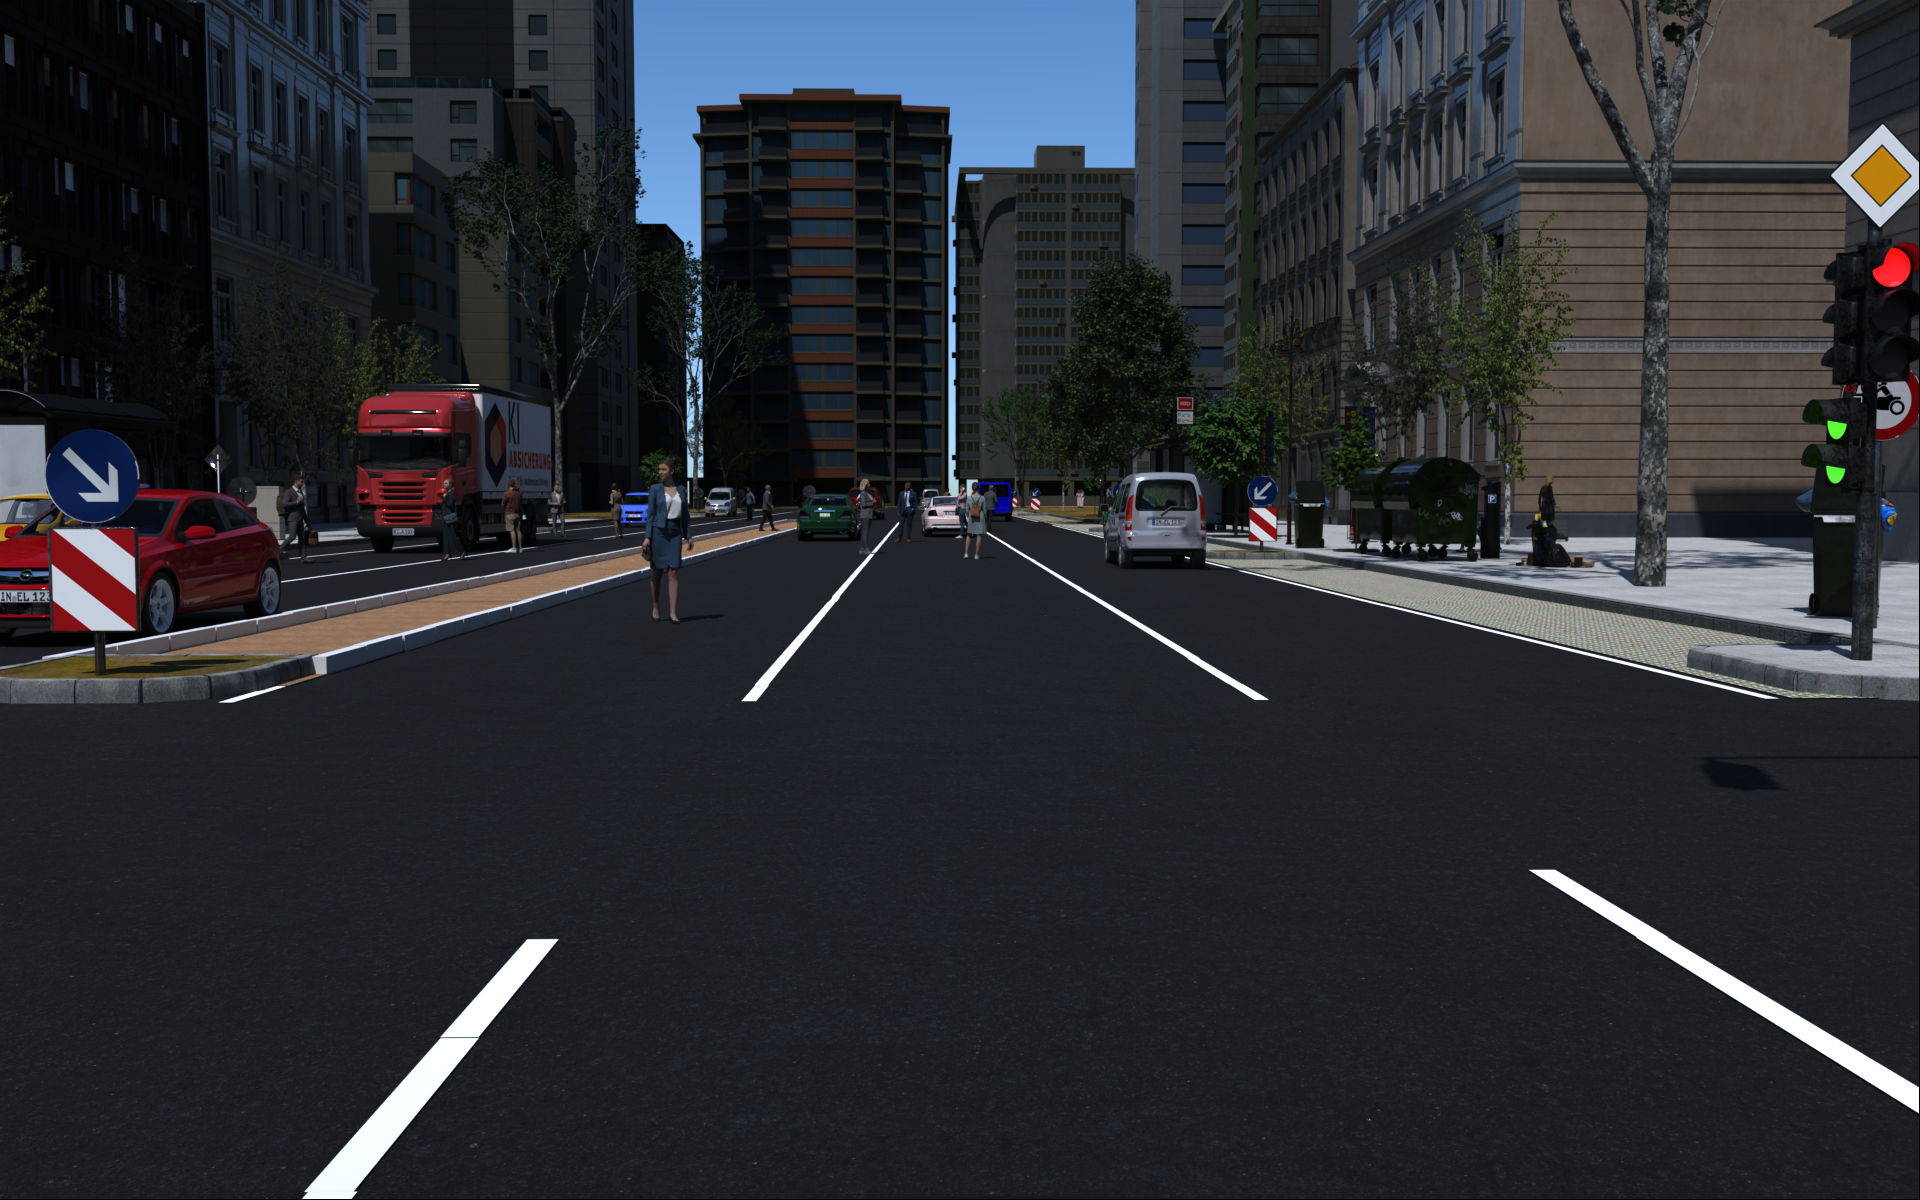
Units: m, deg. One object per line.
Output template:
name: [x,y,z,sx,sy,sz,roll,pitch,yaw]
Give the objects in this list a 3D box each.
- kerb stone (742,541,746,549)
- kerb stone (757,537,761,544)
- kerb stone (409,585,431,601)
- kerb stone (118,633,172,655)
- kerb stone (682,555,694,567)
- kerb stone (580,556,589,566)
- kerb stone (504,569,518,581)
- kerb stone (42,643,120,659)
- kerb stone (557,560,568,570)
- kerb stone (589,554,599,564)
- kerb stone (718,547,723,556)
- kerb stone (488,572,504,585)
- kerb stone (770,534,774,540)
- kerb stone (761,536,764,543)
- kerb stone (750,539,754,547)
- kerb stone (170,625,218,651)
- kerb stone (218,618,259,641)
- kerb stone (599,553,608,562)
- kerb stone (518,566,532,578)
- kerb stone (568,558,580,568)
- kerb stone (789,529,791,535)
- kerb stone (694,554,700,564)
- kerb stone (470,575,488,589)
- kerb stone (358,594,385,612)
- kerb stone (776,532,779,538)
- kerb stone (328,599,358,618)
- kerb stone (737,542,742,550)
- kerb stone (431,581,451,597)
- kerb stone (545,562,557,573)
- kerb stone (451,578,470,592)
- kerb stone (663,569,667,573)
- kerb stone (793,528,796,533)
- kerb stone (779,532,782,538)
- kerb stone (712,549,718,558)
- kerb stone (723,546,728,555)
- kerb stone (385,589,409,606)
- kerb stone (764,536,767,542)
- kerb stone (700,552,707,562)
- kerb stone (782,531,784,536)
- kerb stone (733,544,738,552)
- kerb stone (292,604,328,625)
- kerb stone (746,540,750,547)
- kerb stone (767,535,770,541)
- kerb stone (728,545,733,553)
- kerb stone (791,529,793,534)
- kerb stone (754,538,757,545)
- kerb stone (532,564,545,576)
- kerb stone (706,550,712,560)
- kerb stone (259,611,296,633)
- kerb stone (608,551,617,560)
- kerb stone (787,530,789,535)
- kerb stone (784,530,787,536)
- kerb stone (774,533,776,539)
kerb stone: [-5.733,-1.392,44.956,0.120,0.150,1.000,0,4,-1]
kerb stone: [-5.815,-1.643,49.063,0.120,0.150,1.000,0,4,-1]
kerb stone: [-7.376,-0.072,23.373,0.120,0.150,1.000,0,4,-1]
kerb stone: [-7.205,0.429,15.174,0.120,0.150,1.000,0,4,-1]
kerb stone: [-5.515,-0.765,34.711,0.120,0.150,1.000,0,4,-1]
kerb stone: [-7.616,-0.760,34.626,0.120,0.150,1.000,0,4,-1]
kerb stone: [-7.482,-0.380,28.484,0.120,0.150,1.000,0,4,-1]
kerb stone: [-7.179,0.492,14.146,0.120,0.150,1.000,0,4,-1]
kerb stone: [-7.577,-0.635,32.582,0.120,0.150,1.000,0,4,-1]
kerb stone: [-7.641,-0.823,35.655,0.120,0.150,1.000,0,4,-1]
kerb stone: [-5.623,-1.079,39.830,0.120,0.150,1.000,0,4,-1]
kerb stone: [-7.461,-0.311,27.462,0.120,0.150,1.000,0,4,-1]
kerb stone: [-5.904,-1.891,53.164,0.120,0.150,1.000,0,4,-1]
kerb stone: [-5.845,-1.706,50.085,0.120,0.150,1.000,0,4,-1]
kerb stone: [-5.775,-1.513,47.008,0.120,0.150,1.000,0,4,-1]
kerb stone: [-7.227,0.367,16.198,0.120,0.150,1.000,0,4,-1]
kerb stone: [-7.246,0.307,17.221,0.120,0.150,1.000,0,4,-1]
kerb stone: [-7.658,-0.879,36.683,0.120,0.150,1.000,0,4,-1]
kerb stone: [-7.511,-0.447,29.507,0.120,0.150,1.000,0,4,-1]
kerb stone: [-7.590,-0.693,33.605,0.120,0.150,1.000,0,4,-1]
kerb stone: [-6.058,-2.329,60.324,0.120,0.150,1.000,0,4,-1]
kerb stone: [-5.533,-0.828,35.736,0.120,0.150,1.000,0,4,-1]
kerb stone: [-7.437,-0.257,26.440,0.120,0.150,1.000,0,4,-1]
kerb stone: [-7.332,0.055,21.321,0.120,0.150,1.000,0,4,-1]
kerb stone: [-5.964,-2.019,55.208,0.120,0.150,1.000,0,4,-1]
kerb stone: [-7.311,0.117,20.297,0.120,0.150,1.000,0,4,-1]
kerb stone: [-5.717,-1.325,43.929,0.120,0.150,1.000,0,4,-1]
kerb stone: [-7.397,-0.135,24.395,0.120,0.150,1.000,0,4,-1]
kerb stone: [-7.549,-0.571,31.556,0.120,0.150,1.000,0,4,-1]
kerb stone: [-7.419,-0.197,25.417,0.120,0.150,1.000,0,4,-1]
kerb stone: [-5.458,-0.578,31.642,0.120,0.150,1.000,0,4,-1]
kerb stone: [-6.106,-2.457,62.368,0.120,0.150,1.000,0,4,-1]
kerb stone: [-5.976,-2.082,56.234,0.120,0.150,1.000,0,4,-1]
kerb stone: [-5.605,-1.016,38.802,0.120,0.150,1.000,0,4,-1]
kerb stone: [-5.647,-1.141,40.853,0.120,0.150,1.000,0,4,-1]
kerb stone: [-7.355,-0.010,22.351,0.120,0.150,1.000,0,4,-1]
kerb stone: [-5.864,-1.768,51.109,0.120,0.150,1.000,0,4,-1]
kerb stone: [-5.553,-0.886,36.758,0.120,0.150,1.000,0,4,-1]
kerb stone: [-6.000,-2.144,57.256,0.120,0.150,1.000,0,4,-1]
kerb stone: [-5.689,-1.256,42.904,0.120,0.150,1.000,0,4,-1]
kerb stone: [-7.298,0.179,19.275,0.120,0.150,1.000,0,4,-1]
kerb stone: [-5.761,-1.455,45.980,0.120,0.150,1.000,0,4,-1]
kerb stone: [-5.889,-1.832,52.142,0.120,0.150,1.000,0,4,-1]
kerb stone: [-5.672,-1.204,41.882,0.120,0.150,1.000,0,4,-1]
kerb stone: [-6.086,-2.391,61.346,0.120,0.150,1.000,0,4,-1]
kerb stone: [-5.806,-1.580,48.032,0.120,0.150,1.000,0,4,-1]
kerb stone: [-7.526,-0.510,30.533,0.120,0.150,1.000,0,4,-1]
kerb stone: [-5.584,-0.949,37.780,0.120,0.150,1.000,0,4,-1]
kerb stone: [-7.265,0.250,18.254,0.120,0.150,1.000,0,4,-1]
kerb stone: [-7.679,-0.943,37.705,0.120,0.150,1.000,0,4,-1]
kerb stone: [-6.036,-2.270,59.302,0.120,0.150,1.000,0,4,-1]
kerb stone: [-6.017,-2.207,58.278,0.120,0.150,1.000,0,4,-1]
kerb stone: [-5.934,-1.953,54.186,0.120,0.150,1.000,0,4,-1]
